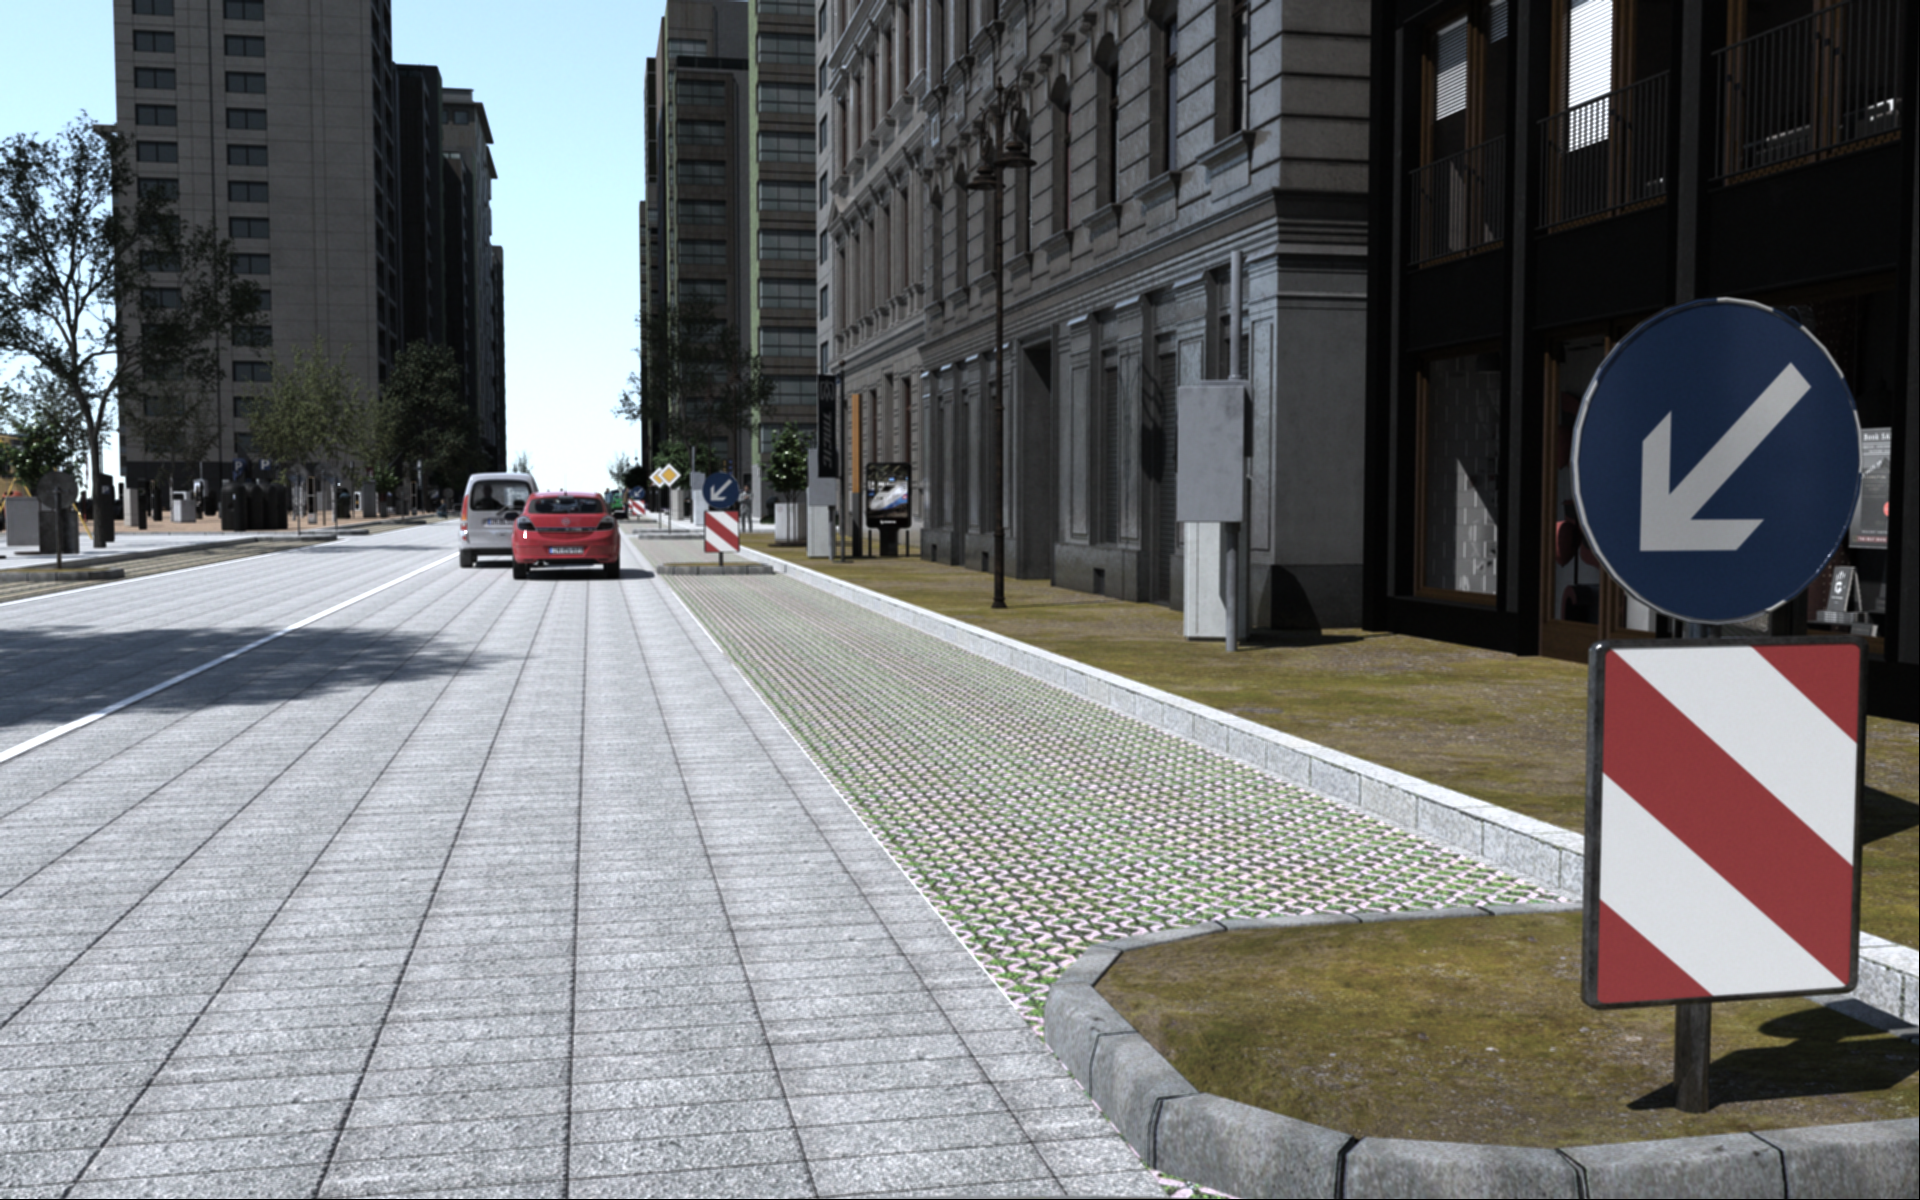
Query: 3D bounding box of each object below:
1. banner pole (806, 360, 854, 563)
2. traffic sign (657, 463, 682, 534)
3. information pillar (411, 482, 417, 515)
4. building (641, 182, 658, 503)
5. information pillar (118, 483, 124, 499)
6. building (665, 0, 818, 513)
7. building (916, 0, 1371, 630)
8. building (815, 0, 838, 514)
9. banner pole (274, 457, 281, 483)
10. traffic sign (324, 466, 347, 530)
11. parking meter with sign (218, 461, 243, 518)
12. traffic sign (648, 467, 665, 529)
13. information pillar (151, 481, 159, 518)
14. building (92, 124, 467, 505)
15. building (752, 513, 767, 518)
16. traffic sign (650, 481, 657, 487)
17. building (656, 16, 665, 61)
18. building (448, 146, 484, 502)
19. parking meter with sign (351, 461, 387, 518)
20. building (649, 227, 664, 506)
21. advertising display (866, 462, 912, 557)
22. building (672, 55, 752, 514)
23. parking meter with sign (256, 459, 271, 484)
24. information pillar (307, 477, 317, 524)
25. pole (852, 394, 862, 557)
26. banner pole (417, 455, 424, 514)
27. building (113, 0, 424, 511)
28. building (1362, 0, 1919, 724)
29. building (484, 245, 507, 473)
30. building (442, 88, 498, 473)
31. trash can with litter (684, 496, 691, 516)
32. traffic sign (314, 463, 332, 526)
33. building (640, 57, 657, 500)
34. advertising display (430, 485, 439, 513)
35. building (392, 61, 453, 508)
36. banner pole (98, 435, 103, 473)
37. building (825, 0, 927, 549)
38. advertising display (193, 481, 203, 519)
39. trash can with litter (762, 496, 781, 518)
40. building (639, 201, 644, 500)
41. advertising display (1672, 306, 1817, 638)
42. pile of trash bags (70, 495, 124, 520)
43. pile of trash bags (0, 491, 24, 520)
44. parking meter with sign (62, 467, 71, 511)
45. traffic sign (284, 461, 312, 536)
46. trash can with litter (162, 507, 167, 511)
[{"bbox_3d":[-2.346,-2.577,32.156,0.401,3.779,0.863,3,5,41],"label":"banner pole"},{"bbox_3d":[-9.316,-3.172,55.507,0.795,2.450,0.064,-1,4,-12],"label":"traffic sign"},{"bbox_3d":[-32.829,-6.095,104.149,0.304,2.012,0.304,-1,4,-14],"label":"information pillar"},{"bbox_3d":[-34.554,-33.466,230.756,14.154,41.232,14.086,-1,4,-12],"label":"building"},{"bbox_3d":[-53.824,-6.526,111.193,0.304,2.012,0.304,-1,4,-18],"label":"information pillar"},{"bbox_3d":[-17.984,-28.403,147.984,14.154,41.232,14.086,-1,4,-12],"label":"building"},{"bbox_3d":[5.665,-10.780,25.397,9.793,20.994,18.267,-1,4,-12],"label":"building"},{"bbox_3d":[4.862,-39.116,77.801,20.611,71.187,20.563,-1,4,-12],"label":"building"},{"bbox_3d":[-41.936,-7.130,106.585,0.401,3.779,0.863,1,4,9],"label":"banner pole"},{"bbox_3d":[-21.980,-3.509,61.008,0.795,2.450,0.064,-1,4,-12],"label":"traffic sign"},{"bbox_3d":[-38.533,-5.818,91.387,1.738,3.016,0.543,2,4,35],"label":"parking meter with sign"},{"bbox_3d":[-10.977,-3.650,63.318,0.795,2.450,0.064,-1,4,-12],"label":"traffic sign"},{"bbox_3d":[-43.662,-5.473,93.973,0.304,2.012,0.304,3,5,40],"label":"information pillar"},{"bbox_3d":[-67.490,-29.641,176.509,32.217,40.220,23.993,-1,4,-12],"label":"building"},{"bbox_3d":[-5.025,-25.344,97.963,14.154,41.232,14.086,-1,4,-12],"label":"building"},{"bbox_3d":[-21.552,-7.513,122.847,0.884,2.594,0.081,0,4,-5],"label":"traffic sign"},{"bbox_3d":[-21.010,-31.322,162.219,14.600,45.320,14.200,-1,4,-12],"label":"building"},{"bbox_3d":[-62.501,-31.399,196.962,14.154,41.232,14.086,-1,4,-12],"label":"building"},{"bbox_3d":[-31.550,-5.887,92.515,1.738,3.016,0.543,-2,4,-24],"label":"parking meter with sign"},{"bbox_3d":[-26.988,-25.605,190.337,14.160,30.474,14.107,-1,4,-12],"label":"building"},{"bbox_3d":[-1.457,-1.847,35.406,0.974,1.923,0.123,1,4,23],"label":"advertising display"},{"bbox_3d":[-12.651,-21.255,119.223,14.160,30.474,14.107,-1,4,-12],"label":"building"},{"bbox_3d":[-35.060,-5.555,87.081,0.543,3.016,1.738,-2,4,-31],"label":"parking meter with sign"},{"bbox_3d":[-27.850,-4.279,74.448,0.304,2.012,0.304,0,4,-3],"label":"information pillar"},{"bbox_3d":[-2.106,-2.546,35.474,0.158,3.312,0.155,0,3,0],"label":"pole"},{"bbox_3d":[-34.314,-7.353,110.232,0.863,3.779,0.401,3,5,42],"label":"banner pole"},{"bbox_3d":[-54.893,-42.952,140.518,20.563,71.187,20.611,-1,4,-12],"label":"building"},{"bbox_3d":[11.444,-10.977,9.151,12.332,23.373,15.834,-1,4,-12],"label":"building"},{"bbox_3d":[-79.969,-36.221,275.809,14.154,41.232,14.086,-1,4,-12],"label":"building"},{"bbox_3d":[-76.190,-39.006,226.990,28.713,52.752,27.495,-1,4,-12],"label":"building"},{"bbox_3d":[-15.803,-5.315,98.287,1.055,1.170,0.624,0,4,-2],"label":"trash can with litter"},{"bbox_3d":[-25.932,-4.311,70.591,0.768,2.556,0.104,0,4,-5],"label":"traffic sign"},{"bbox_3d":[-43.167,-51.770,284.694,20.563,71.187,20.611,-1,4,-12],"label":"building"},{"bbox_3d":[-36.512,-7.034,120.225,0.123,1.923,0.974,1,4,22],"label":"advertising display"},{"bbox_3d":[-55.115,-29.090,159.223,14.154,41.232,14.086,-1,4,-12],"label":"building"},{"bbox_3d":[-36.530,-5.108,73.535,0.401,3.779,0.863,0,4,-3],"label":"banner pole"},{"bbox_3d":[3.078,-12.773,44.993,11.583,22.565,21.152,-1,4,-12],"label":"building"},{"bbox_3d":[-38.782,-5.076,88.199,0.123,1.923,0.974,-3,5,-43],"label":"advertising display"},{"bbox_3d":[-8.884,-4.270,81.196,0.624,1.170,1.055,2,4,26],"label":"trash can with litter"},{"bbox_3d":[-38.003,-34.300,244.398,14.154,41.232,14.086,-1,4,-12],"label":"building"},{"bbox_3d":[2.853,-0.071,6.370,0.123,1.923,0.974,0,4,3],"label":"advertising display"},{"bbox_3d":[-41.860,-4.653,85.833,3.447,1.369,1.912,1,4,17],"label":"pile of trash bags"},{"bbox_3d":[-28.760,-2.501,50.651,3.447,1.369,1.912,1,4,17],"label":"pile of trash bags"},{"bbox_3d":[-51.576,-6.327,99.699,0.543,3.016,1.738,-1,4,-13],"label":"parking meter with sign"},{"bbox_3d":[-20.320,-3.031,53.197,0.795,2.450,0.064,-1,4,-12],"label":"traffic sign"},{"bbox_3d":[-59.934,-7.247,129.874,1.055,1.170,0.624,-1,4,-18],"label":"trash can with litter"}]
